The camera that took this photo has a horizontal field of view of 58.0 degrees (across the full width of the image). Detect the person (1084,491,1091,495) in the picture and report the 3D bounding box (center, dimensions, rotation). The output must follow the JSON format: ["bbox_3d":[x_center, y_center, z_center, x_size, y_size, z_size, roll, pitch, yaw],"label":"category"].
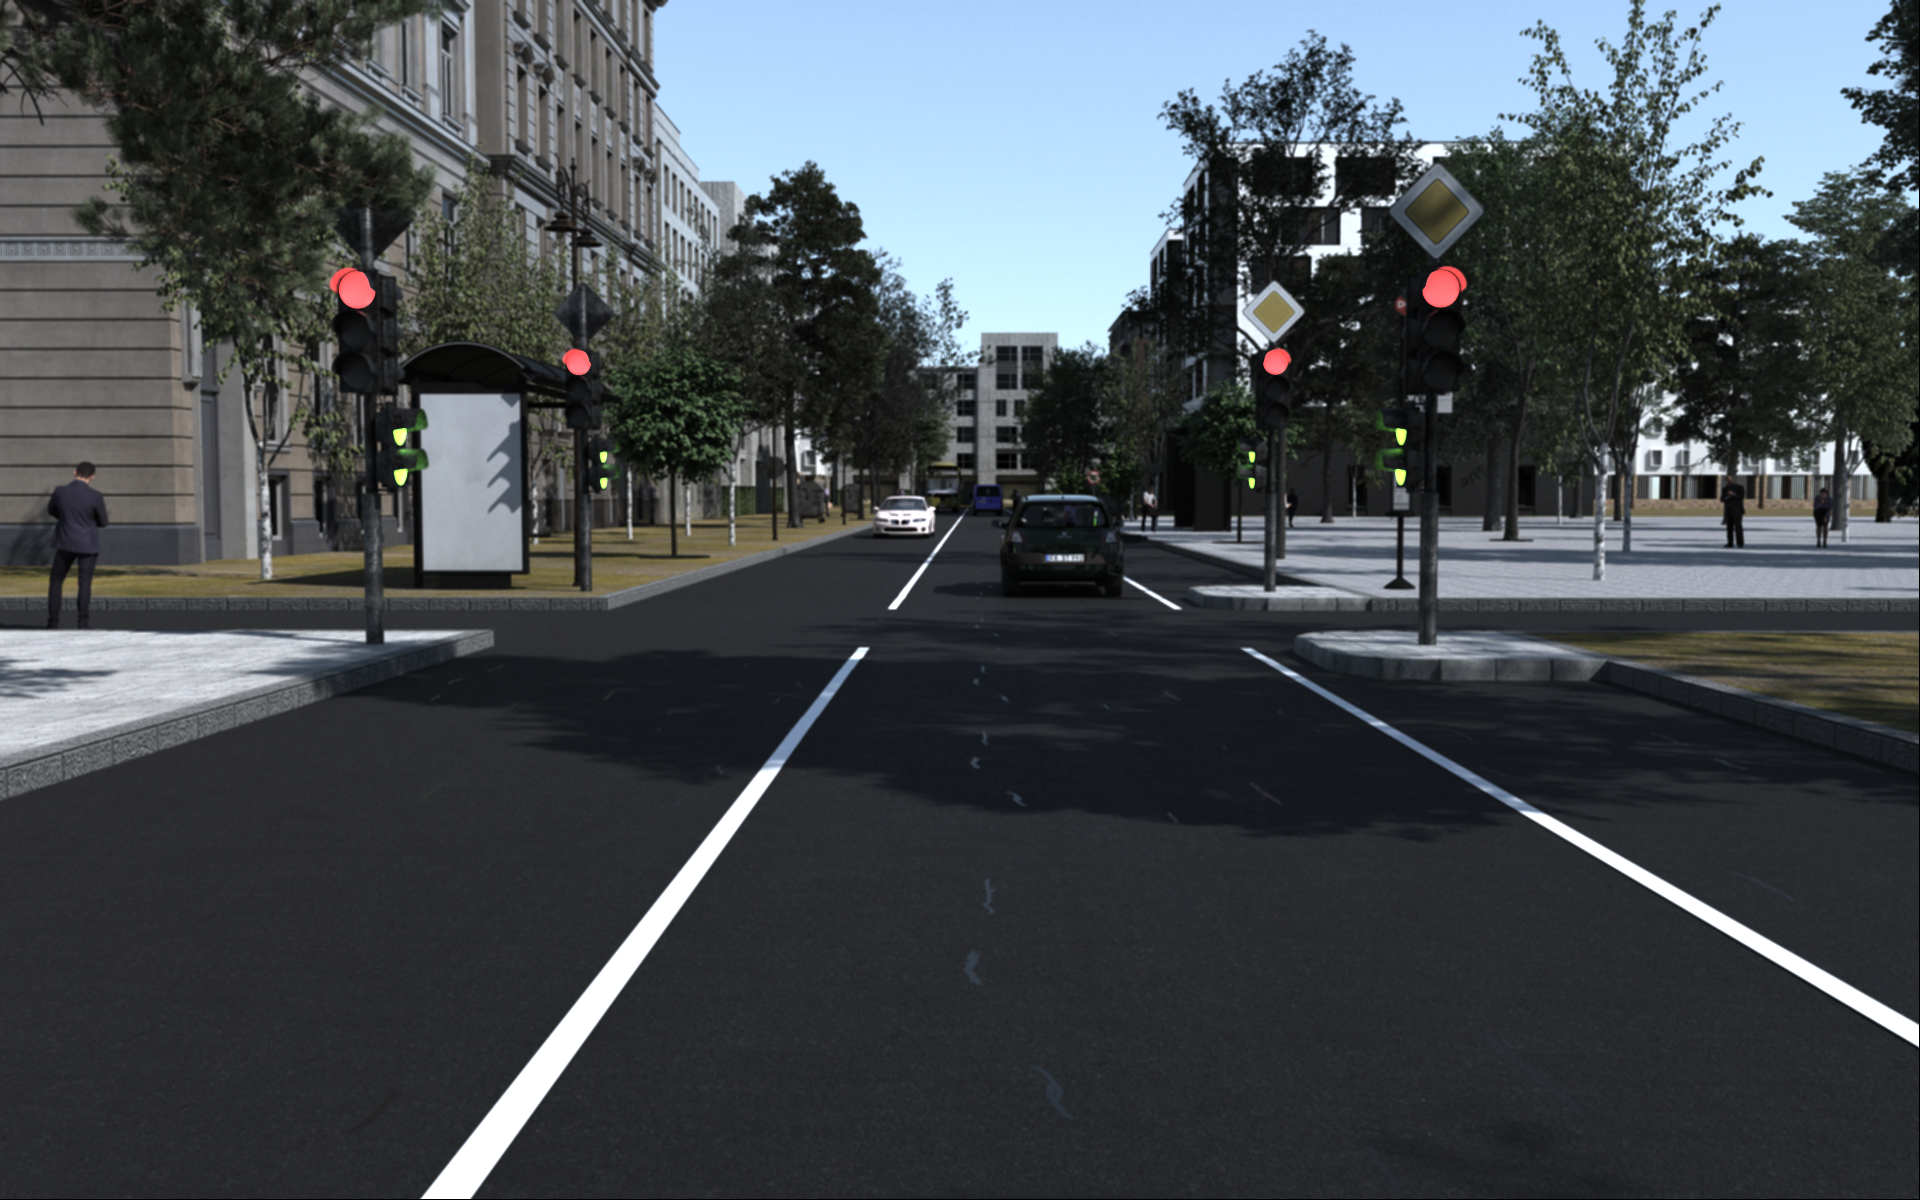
[{"bbox_3d":[8.846,-7.051,122.146,1.217,1.723,0.721,2,4,27],"label":"person"}]

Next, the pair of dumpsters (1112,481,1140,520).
[{"bbox_3d":[8.192,-5.211,87.699,1.574,2.255,4.436,0,4,1],"label":"pair of dumpsters"}]

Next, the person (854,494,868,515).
[{"bbox_3d":[-6.214,-6.143,107.030,0.990,1.755,0.434,1,4,12],"label":"person"}]

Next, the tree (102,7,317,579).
[{"bbox_3d":[-10.360,-4.604,25.643,4.737,8.622,4.395,0,3,0],"label":"tree"}]

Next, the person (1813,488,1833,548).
[{"bbox_3d":[20.577,-1.959,41.308,0.421,1.427,0.697,2,4,25],"label":"person"}]

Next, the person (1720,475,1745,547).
[{"bbox_3d":[18.610,-2.140,41.724,0.565,1.739,0.600,1,4,22],"label":"person"}]

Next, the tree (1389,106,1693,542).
[{"bbox_3d":[15.142,-7.400,46.748,9.928,11.665,9.643,0,3,0],"label":"tree"}]

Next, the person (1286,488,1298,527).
[{"bbox_3d":[12.857,-3.580,67.110,0.480,1.512,0.613,0,4,4],"label":"person"}]

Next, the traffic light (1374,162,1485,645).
[{"bbox_3d":[3.964,-1.554,14.647,0.839,4.213,0.868,0,4,1],"label":"traffic light"}]

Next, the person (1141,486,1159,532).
[{"bbox_3d":[6.420,-3.071,58.461,0.614,1.554,0.590,-2,4,-35],"label":"person"}]

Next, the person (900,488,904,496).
[{"bbox_3d":[-5.361,-9.178,155.973,0.599,1.838,0.709,-3,4,-38],"label":"person"}]

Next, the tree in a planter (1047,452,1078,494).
[{"bbox_3d":[4.650,-4.727,74.507,1.991,3.239,1.994,0,4,1],"label":"tree in a planter"}]

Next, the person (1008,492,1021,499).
[{"bbox_3d":[5.390,-9.862,169.831,1.350,1.814,0.705,0,4,8],"label":"person"}]

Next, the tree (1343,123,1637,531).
[{"bbox_3d":[18.349,-9.356,59.631,9.857,13.997,8.962,0,3,0],"label":"tree"}]

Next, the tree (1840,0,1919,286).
[{"bbox_3d":[20.818,-7.558,30.222,9.857,13.997,8.962,0,3,0],"label":"tree"}]

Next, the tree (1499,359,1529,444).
[{"bbox_3d":[23.818,-7.805,77.977,4.360,8.622,3.978,0,3,0],"label":"tree"}]

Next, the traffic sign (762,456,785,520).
[{"bbox_3d":[-6.288,-3.565,58.391,0.768,2.556,0.104,0,4,7],"label":"traffic sign"}]

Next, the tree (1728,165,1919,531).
[{"bbox_3d":[31.109,-8.685,60.130,7.486,12.596,7.792,0,3,0],"label":"tree"}]

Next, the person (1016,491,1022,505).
[{"bbox_3d":[4.793,-8.260,144.482,0.756,1.711,0.436,1,4,9],"label":"person"}]

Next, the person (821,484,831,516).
[{"bbox_3d":[-7.749,-5.740,99.765,0.709,1.838,0.599,-2,4,-23],"label":"person"}]

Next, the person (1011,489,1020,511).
[{"bbox_3d":[4.334,-7.820,136.374,0.705,1.823,1.348,3,4,36],"label":"person"}]

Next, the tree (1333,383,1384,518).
[{"bbox_3d":[21.166,-8.674,92.175,4.737,8.622,4.395,0,3,0],"label":"tree"}]

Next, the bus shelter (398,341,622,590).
[{"bbox_3d":[-6.553,-1.941,25.656,2.014,3.302,5.546,0,4,0],"label":"bus shelter"}]

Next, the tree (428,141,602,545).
[{"bbox_3d":[-10.721,-5.295,36.931,4.737,8.622,4.395,0,3,0],"label":"tree"}]

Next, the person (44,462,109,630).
[{"bbox_3d":[-9.203,-0.555,18.028,0.683,1.767,0.568,-1,4,-14],"label":"person"}]

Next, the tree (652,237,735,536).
[{"bbox_3d":[-9.174,-6.039,49.103,4.737,8.622,4.395,0,3,0],"label":"tree"}]

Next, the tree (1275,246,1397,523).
[{"bbox_3d":[16.246,-9.435,76.318,6.751,12.117,7.091,0,3,0],"label":"tree"}]

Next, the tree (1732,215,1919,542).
[{"bbox_3d":[23.682,-5.835,45.763,4.737,8.622,4.395,0,3,0],"label":"tree"}]

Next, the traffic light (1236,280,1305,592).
[{"bbox_3d":[4.051,-2.042,22.631,0.839,4.213,0.868,0,4,1],"label":"traffic light"}]

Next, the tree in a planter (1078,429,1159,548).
[{"bbox_3d":[4.351,-3.064,47.311,1.991,3.239,1.994,0,4,1],"label":"tree in a planter"}]

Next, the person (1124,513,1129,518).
[{"bbox_3d":[9.054,-5.239,92.233,0.750,1.759,0.617,0,4,7],"label":"person"}]

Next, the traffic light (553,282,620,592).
[{"bbox_3d":[-4.910,-2.047,22.712,0.839,4.213,0.868,0,4,1],"label":"traffic light"}]

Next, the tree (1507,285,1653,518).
[{"bbox_3d":[32.528,-11.255,91.445,7.806,13.903,7.818,0,3,0],"label":"tree"}]

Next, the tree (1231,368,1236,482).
[{"bbox_3d":[14.175,-8.828,94.706,4.360,8.622,3.978,0,3,0],"label":"tree"}]

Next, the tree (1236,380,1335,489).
[{"bbox_3d":[16.000,-8.210,84.603,4.360,8.622,3.978,0,3,0],"label":"tree"}]

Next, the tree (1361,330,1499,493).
[{"bbox_3d":[18.464,-7.291,69.571,4.360,8.622,3.978,0,3,0],"label":"tree"}]

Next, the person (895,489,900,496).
[{"bbox_3d":[-5.134,-8.262,142.053,0.530,1.710,0.541,-3,5,-39],"label":"person"}]

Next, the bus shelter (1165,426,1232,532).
[{"bbox_3d":[8.465,-4.302,61.622,1.731,3.624,6.357,0,4,1],"label":"bus shelter"}]

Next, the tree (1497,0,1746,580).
[{"bbox_3d":[9.701,-4.612,25.761,4.737,8.622,4.395,0,3,0],"label":"tree"}]

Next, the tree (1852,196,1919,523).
[{"bbox_3d":[47.065,-10.874,79.605,13.155,14.587,18.604,1,4,21],"label":"tree"}]

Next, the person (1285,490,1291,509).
[{"bbox_3d":[8.184,-2.157,44.499,0.628,1.438,0.799,1,4,11],"label":"person"}]

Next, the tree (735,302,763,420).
[{"bbox_3d":[-8.193,-6.302,53.396,4.737,8.622,4.395,0,3,0],"label":"tree"}]

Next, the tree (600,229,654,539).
[{"bbox_3d":[-10.740,-5.679,43.213,4.737,8.622,4.395,0,3,0],"label":"tree"}]

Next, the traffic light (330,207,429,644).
[{"bbox_3d":[-4.997,-1.559,14.727,0.839,4.213,0.868,0,4,1],"label":"traffic light"}]

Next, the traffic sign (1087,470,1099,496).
[{"bbox_3d":[7.132,-5.639,92.310,0.768,2.556,0.104,0,4,4],"label":"traffic sign"}]

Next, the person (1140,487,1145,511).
[{"bbox_3d":[13.837,-7.658,131.232,0.705,1.826,1.348,1,4,16],"label":"person"}]
